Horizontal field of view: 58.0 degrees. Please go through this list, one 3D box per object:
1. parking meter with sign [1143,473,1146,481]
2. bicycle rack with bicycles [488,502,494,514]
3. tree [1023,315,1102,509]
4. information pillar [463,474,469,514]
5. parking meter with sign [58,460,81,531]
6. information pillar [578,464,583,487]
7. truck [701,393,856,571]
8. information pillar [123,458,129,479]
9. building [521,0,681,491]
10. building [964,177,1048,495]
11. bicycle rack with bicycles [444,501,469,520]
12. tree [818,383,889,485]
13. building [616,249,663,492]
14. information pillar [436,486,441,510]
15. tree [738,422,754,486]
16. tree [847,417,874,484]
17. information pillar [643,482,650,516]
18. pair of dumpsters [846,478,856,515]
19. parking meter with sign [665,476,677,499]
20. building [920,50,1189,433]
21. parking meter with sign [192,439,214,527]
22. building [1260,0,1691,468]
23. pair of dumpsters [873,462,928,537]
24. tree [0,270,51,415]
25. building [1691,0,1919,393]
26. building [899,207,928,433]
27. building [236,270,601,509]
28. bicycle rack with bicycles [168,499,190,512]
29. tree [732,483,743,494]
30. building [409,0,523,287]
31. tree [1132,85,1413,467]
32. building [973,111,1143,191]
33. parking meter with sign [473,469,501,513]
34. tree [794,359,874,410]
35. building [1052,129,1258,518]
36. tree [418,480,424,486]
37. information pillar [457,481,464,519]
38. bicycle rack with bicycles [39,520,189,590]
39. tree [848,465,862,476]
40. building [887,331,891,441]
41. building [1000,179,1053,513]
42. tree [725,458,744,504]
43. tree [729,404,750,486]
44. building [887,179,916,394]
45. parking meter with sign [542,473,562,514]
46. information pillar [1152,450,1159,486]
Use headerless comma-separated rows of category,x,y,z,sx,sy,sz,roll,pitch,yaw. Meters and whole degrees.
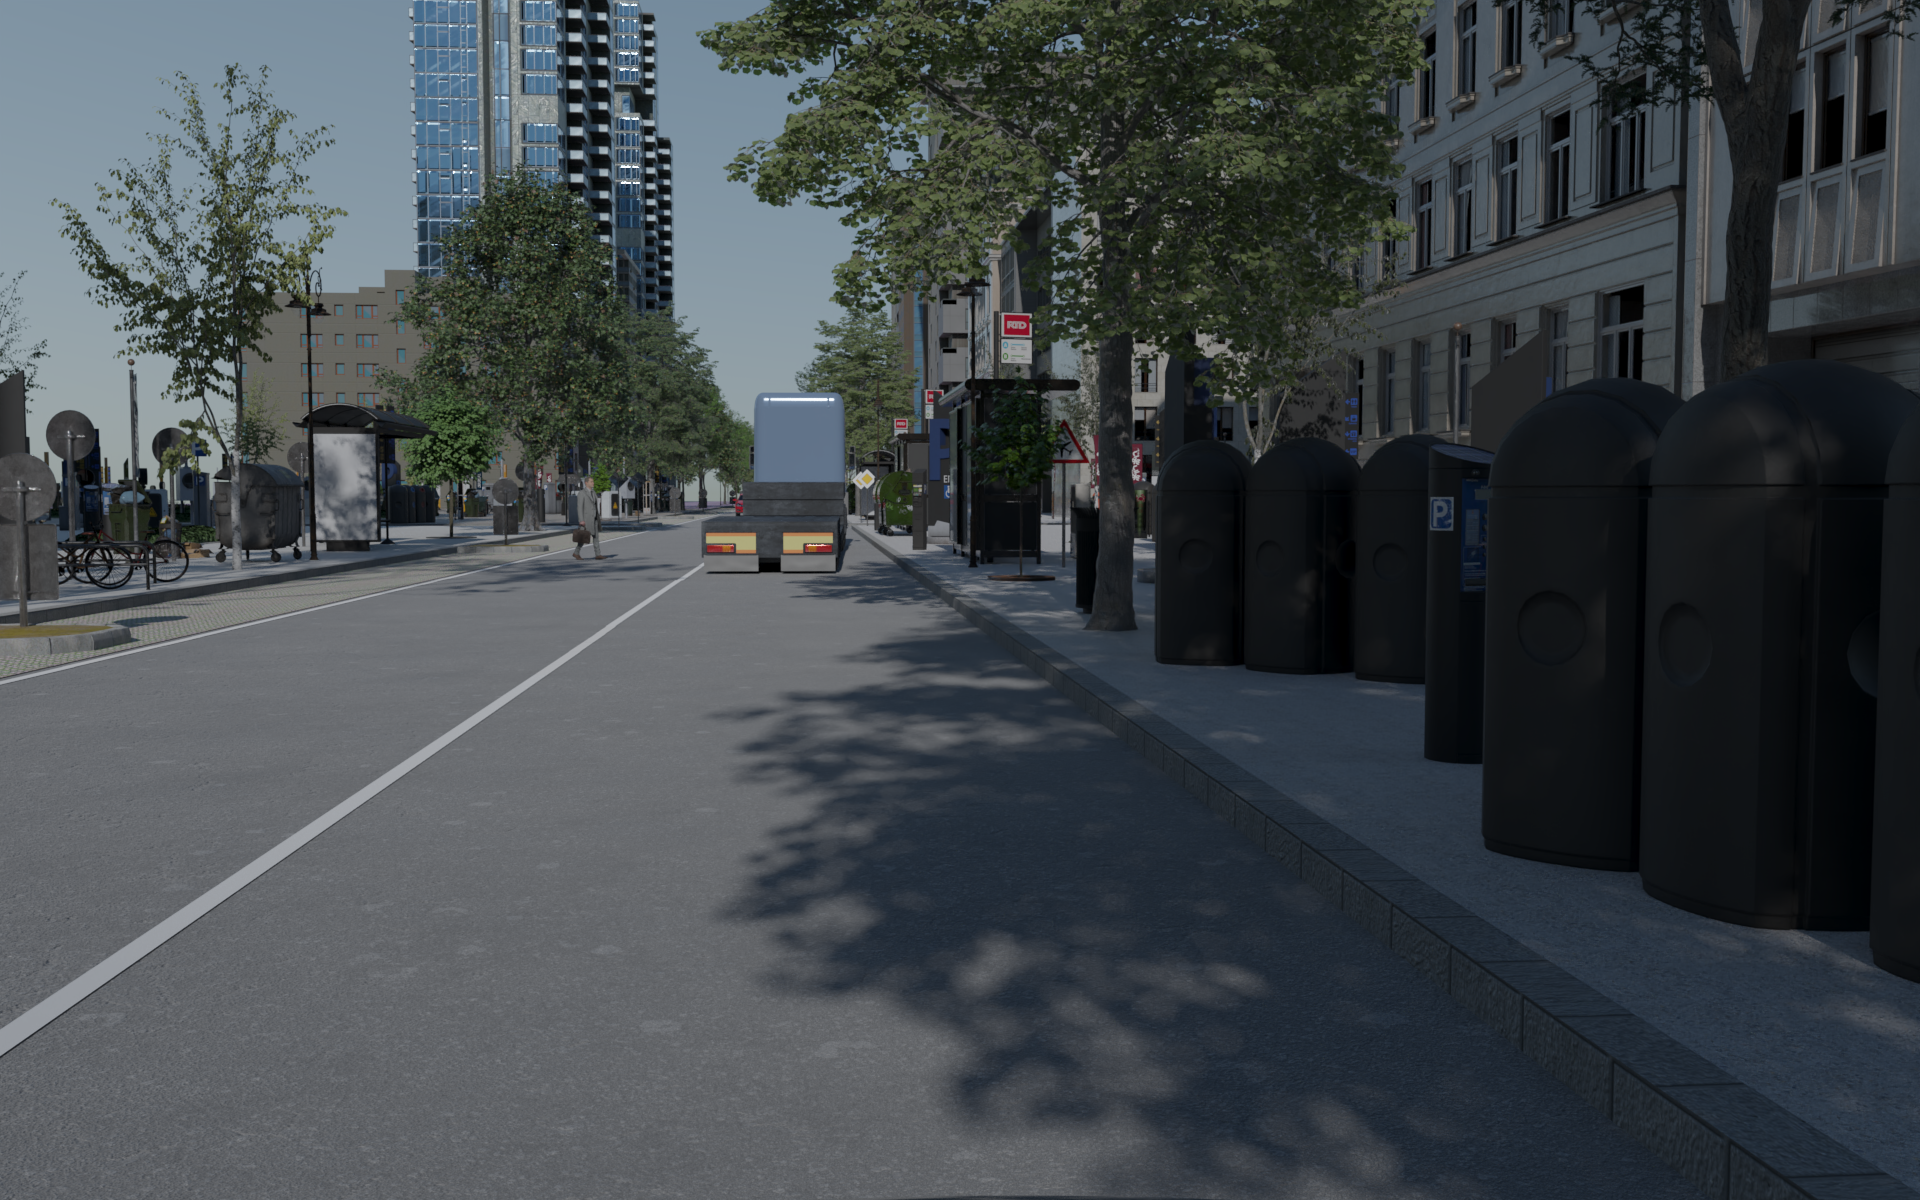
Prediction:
parking meter with sign,6.336,-4.055,62.558,1.738,3.016,0.543,3,5,43
bicycle rack with bicycles,-30.943,-6.086,112.889,2.852,0.926,2.925,2,4,33
tree,5.199,-7.235,68.647,4.360,8.622,3.978,0,3,0
information pillar,-27.767,-6.468,97.100,0.504,3.616,0.183,-2,4,-33
parking meter with sign,-31.543,-3.983,61.384,0.543,3.016,1.738,-1,4,-15
information pillar,-29.194,-8.685,133.346,0.504,3.616,0.183,2,4,30
truck,-3.932,-3.083,40.173,2.967,4.110,18.799,0,4,-3
information pillar,-53.763,-7.363,111.735,0.183,3.616,0.504,0,4,4
building,-56.836,-59.306,282.316,22.319,86.520,31.000,0,4,-5
building,7.719,-21.892,143.838,13.634,28.700,20.117,0,4,-5
bicycle rack with bicycles,-25.665,-4.444,86.046,2.852,0.926,2.925,0,4,-6
tree,-11.102,-15.964,171.382,12.009,13.543,11.850,0,3,0
building,-60.467,-34.432,254.843,32.217,40.220,23.993,0,4,-5
information pillar,-42.085,-9.075,139.725,0.183,3.616,0.504,-3,5,-44
tree,-37.572,-24.571,308.396,9.857,13.997,8.962,0,3,0
tree,-7.544,-11.115,132.086,4.737,8.622,4.395,0,3,0
information pillar,-18.572,-6.007,102.705,0.304,2.012,0.304,3,5,43
pair of dumpsters,-6.534,-6.518,109.069,1.574,2.255,4.437,0,4,-5
parking meter with sign,-25.284,-9.434,150.501,1.738,3.016,0.543,-2,4,-33
building,10.514,-37.636,204.590,28.713,52.752,27.495,0,4,-5
parking meter with sign,-24.512,-3.655,56.027,0.543,3.016,1.738,-1,4,-16
building,18.635,-12.950,45.014,16.112,22.955,30.059,0,4,-5
pair of dumpsters,-1.860,-3.159,54.151,1.574,2.255,4.437,0,4,-5
tree,-30.037,-6.262,52.754,4.360,8.622,3.978,0,3,0
building,19.263,-12.344,19.848,12.078,24.808,19.932,0,4,-5
building,-2.038,-37.503,263.277,14.600,45.320,14.200,0,4,-5
building,-49.385,-19.486,163.640,27.650,21.520,28.899,0,4,-5
bicycle rack with bicycles,-38.739,-4.217,82.336,2.852,0.926,2.925,1,4,19
tree,-33.351,-16.165,258.899,1.663,3.219,1.824,0,3,0
building,-48.866,-53.770,191.814,22.319,86.520,31.000,0,4,-5
tree,5.254,-4.816,29.107,4.360,8.622,3.978,0,3,0
building,14.402,-29.819,179.426,32.217,40.220,23.993,0,4,-5
parking meter with sign,-32.703,-7.591,120.380,1.738,3.016,0.543,-1,4,-8
tree,-14.065,-22.166,218.307,12.611,20.169,13.585,0,3,0
building,14.120,-14.666,94.539,16.860,20.320,10.420,0,4,-5
tree,-37.712,-10.455,121.301,4.737,8.622,4.395,0,3,0
information pillar,-25.467,-5.125,88.290,0.304,2.012,0.304,-1,4,-19
bicycle rack with bicycles,-12.215,-0.632,23.714,2.925,0.926,2.852,-1,4,-21
tree,-18.095,-19.727,248.297,9.928,11.665,9.643,0,3,0
building,-6.010,-32.641,305.376,14.160,30.474,14.107,0,4,-5
building,11.305,-18.347,119.042,14.314,24.678,30.058,0,4,-5
tree,-30.374,-16.940,227.325,4.360,8.622,3.978,0,3,0
tree,-24.987,-15.236,166.115,9.611,12.733,9.660,0,3,0
building,2.749,-42.515,284.362,28.713,52.752,27.495,0,4,-5
parking meter with sign,-26.385,-7.047,111.480,0.543,3.016,1.738,2,4,34
information pillar,9.158,-5.459,80.606,0.504,3.616,0.183,3,5,41
